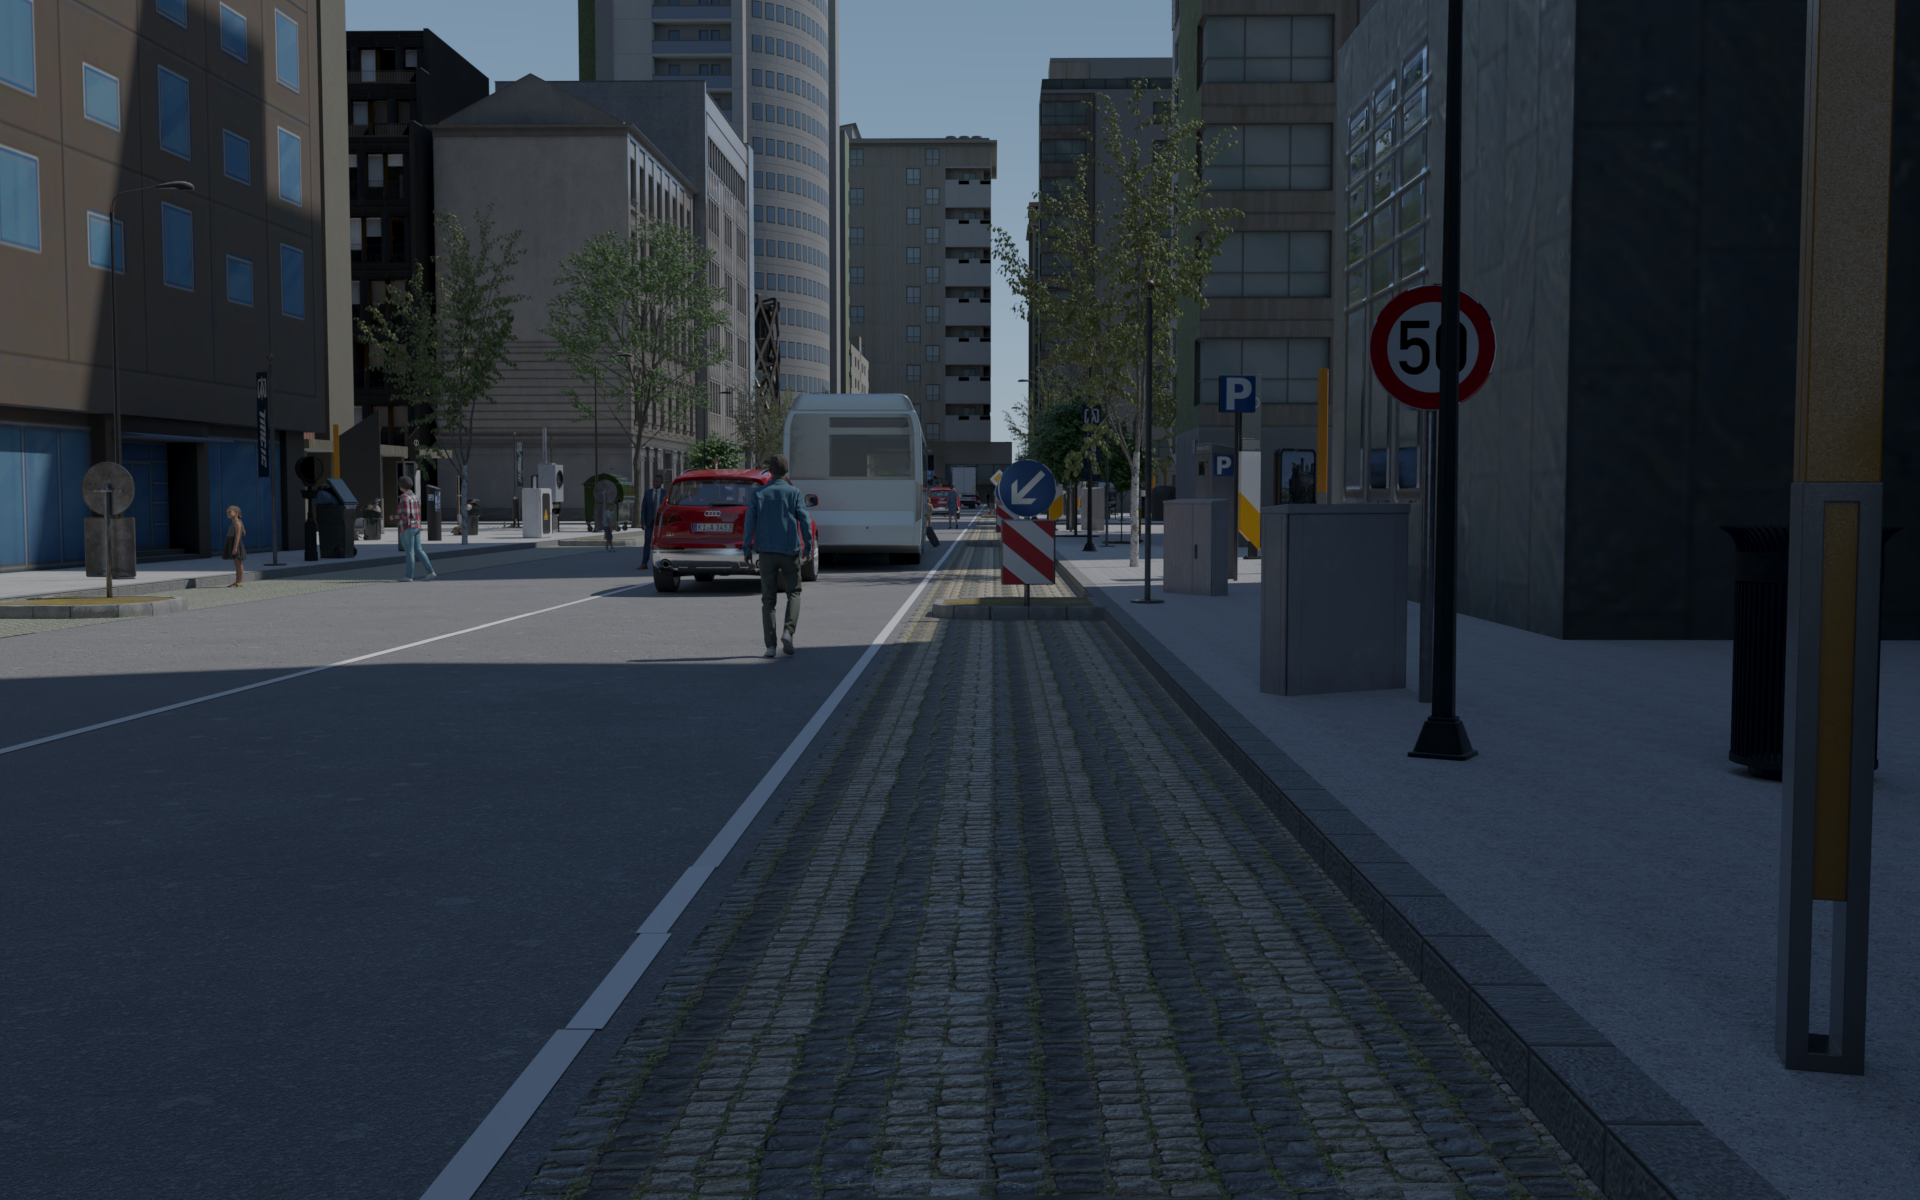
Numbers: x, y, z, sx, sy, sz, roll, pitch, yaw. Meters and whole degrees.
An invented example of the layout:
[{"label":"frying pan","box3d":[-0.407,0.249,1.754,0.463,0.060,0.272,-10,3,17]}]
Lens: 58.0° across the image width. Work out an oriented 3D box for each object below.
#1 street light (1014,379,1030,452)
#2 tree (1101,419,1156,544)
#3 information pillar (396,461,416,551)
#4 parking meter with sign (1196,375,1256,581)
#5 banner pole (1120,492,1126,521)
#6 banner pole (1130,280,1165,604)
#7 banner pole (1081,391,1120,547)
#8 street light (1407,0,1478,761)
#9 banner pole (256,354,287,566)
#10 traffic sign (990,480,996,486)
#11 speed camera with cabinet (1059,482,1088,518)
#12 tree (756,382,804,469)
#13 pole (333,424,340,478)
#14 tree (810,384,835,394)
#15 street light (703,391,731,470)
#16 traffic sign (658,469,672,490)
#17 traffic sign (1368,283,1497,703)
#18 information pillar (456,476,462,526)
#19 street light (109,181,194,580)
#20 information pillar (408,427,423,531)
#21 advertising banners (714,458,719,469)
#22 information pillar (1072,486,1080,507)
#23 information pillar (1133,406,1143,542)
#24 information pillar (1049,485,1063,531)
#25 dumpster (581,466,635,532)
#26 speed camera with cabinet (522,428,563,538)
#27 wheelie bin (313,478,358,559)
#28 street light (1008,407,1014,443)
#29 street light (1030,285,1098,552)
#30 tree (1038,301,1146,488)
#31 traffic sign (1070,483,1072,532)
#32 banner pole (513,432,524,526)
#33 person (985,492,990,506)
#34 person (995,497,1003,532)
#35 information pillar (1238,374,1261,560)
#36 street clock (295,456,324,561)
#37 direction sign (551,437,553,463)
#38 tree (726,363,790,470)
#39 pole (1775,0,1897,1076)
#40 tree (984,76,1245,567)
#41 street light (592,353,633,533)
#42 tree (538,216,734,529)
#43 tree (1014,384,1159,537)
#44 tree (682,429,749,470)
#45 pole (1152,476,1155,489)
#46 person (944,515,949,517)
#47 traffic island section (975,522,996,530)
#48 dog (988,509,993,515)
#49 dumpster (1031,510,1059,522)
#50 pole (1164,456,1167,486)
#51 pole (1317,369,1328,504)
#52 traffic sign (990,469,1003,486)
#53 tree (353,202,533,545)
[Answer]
[{"label":"street light","box3d":[3.030,-5.968,70.124,1.470,5.913,1.316,0,4,1]},{"label":"tree","box3d":[4.316,-3.077,44.903,1.663,3.219,1.824,0,3,0]},{"label":"information pillar","box3d":[-12.415,-2.102,38.859,0.304,2.012,0.304,3,5,40]},{"label":"parking meter with sign","box3d":[3.908,-1.838,26.307,0.543,3.016,1.738,-1,4,-11]},{"label":"banner pole","box3d":[7.706,-5.699,83.194,0.401,3.779,0.863,-1,4,-20]},{"label":"banner pole","box3d":[2.230,-1.869,20.581,0.401,3.779,0.863,0,4,4]},{"label":"banner pole","box3d":[3.360,-3.190,42.180,0.863,3.779,0.401,1,4,20]},{"label":"street light","box3d":[1.828,-2.189,8.334,1.470,5.913,1.316,0,4,1]},{"label":"banner pole","box3d":[-12.458,-2.516,31.154,0.401,3.779,0.863,-3,5,-44]},{"label":"traffic sign","box3d":[1.757,-4.568,78.322,0.795,2.450,0.064,0,4,1]},{"label":"speed camera with cabinet","box3d":[6.130,-6.123,94.442,2.038,3.252,0.660,-3,4,-37]},{"label":"tree","box3d":[-11.703,-10.000,113.855,4.737,8.622,4.395,0,3,0]},{"label":"pole","box3d":[-18.249,-3.479,50.731,0.158,3.312,0.155,0,3,0]},{"label":"tree","box3d":[-10.738,-13.021,147.301,7.601,10.594,8.767,2,4,34]},{"label":"street light","box3d":[-11.031,-6.475,78.406,1.470,5.913,1.316,0,4,1]},{"label":"traffic sign","box3d":[-12.004,-4.182,70.499,0.606,2.300,0.079,0,4,2]},{"label":"traffic sign","box3d":[2.868,-0.642,10.595,0.768,2.556,0.104,0,4,4]},{"label":"information pillar","box3d":[-20.301,-4.039,70.530,0.304,2.012,0.304,-2,4,-30]},{"label":"street light","box3d":[-12.086,-3.264,25.906,1.470,5.913,1.316,0,4,1]},{"label":"information pillar","box3d":[-19.014,-4.221,60.374,0.183,3.616,0.504,2,4,28]},{"label":"advertising banners","box3d":[-12.110,-5.380,84.156,0.090,3.025,2.074,1,4,15]},{"label":"information pillar","box3d":[7.062,-6.977,105.430,0.504,3.616,0.183,1,4,21]},{"label":"information pillar","box3d":[4.767,-3.376,46.545,0.183,3.616,0.504,-1,4,-14]},{"label":"information pillar","box3d":[3.333,-4.217,60.297,0.504,3.616,0.183,0,4,-6]},{"label":"dumpster","box3d":[-12.066,-3.476,59.334,1.502,2.255,1.985,0,4,1]},{"label":"speed camera with cabinet","box3d":[-12.257,-3.461,50.919,0.660,3.252,2.038,0,4,6]},{"label":"wheelie bin","box3d":[-12.522,-1.638,34.690,0.693,1.594,0.980,0,4,6]},{"label":"street light","box3d":[3.428,-7.314,92.131,1.470,5.913,1.316,0,4,1]},{"label":"street light","box3d":[2.360,-4.041,38.611,1.470,5.913,1.316,0,4,1]},{"label":"tree","box3d":[4.919,-7.046,65.566,4.360,8.622,3.978,0,3,0]},{"label":"traffic sign","box3d":[3.777,-3.598,58.927,0.768,2.556,0.104,1,4,10]},{"label":"banner pole","box3d":[-17.941,-4.910,70.288,0.401,3.779,0.863,-3,5,-45]},{"label":"person","box3d":[3.169,-11.704,200.683,0.721,1.723,1.217,2,4,24]},{"label":"person","box3d":[1.570,-3.429,65.565,0.512,1.701,0.522,0,4,1]},{"label":"information pillar","box3d":[5.676,-2.600,33.865,0.504,3.616,0.183,-2,4,-29]},{"label":"street clock","box3d":[-12.416,-1.744,33.085,0.358,2.002,0.471,3,5,44]},{"label":"direction sign","box3d":[-16.143,-4.681,68.531,0.379,3.537,0.876,-1,4,-11]},{"label":"tree","box3d":[-11.367,-9.018,97.800,4.360,8.622,3.978,0,3,0]},{"label":"pole","box3d":[1.938,-0.610,3.811,0.158,3.312,0.155,0,3,0]},{"label":"tree","box3d":[2.876,-4.897,30.423,4.737,8.622,4.395,0,3,0]},{"label":"street light","box3d":[-11.497,-5.184,57.294,1.470,5.913,1.316,0,4,1]},{"label":"tree","box3d":[-11.978,-8.485,64.491,9.928,11.665,9.643,0,3,0]},{"label":"tree","box3d":[3.405,-4.181,52.080,4.285,4.588,4.351,0,3,0]},{"label":"tree","box3d":[-12.446,-6.379,88.010,4.285,4.588,4.351,0,3,0]},{"label":"pole","box3d":[12.757,-7.369,114.325,0.158,3.312,0.155,0,3,0]},{"label":"person","box3d":[-0.776,-6.022,107.162,0.606,1.804,0.583,-2,4,-28]},{"label":"traffic island section","box3d":[1.627,-2.944,70.415,2.009,0.180,2.903,0,4,1]},{"label":"dog","box3d":[1.881,-5.404,107.648,0.540,0.507,0.406,2,4,27]},{"label":"dumpster","box3d":[3.905,-4.741,80.003,1.502,2.255,1.985,0,4,1]},{"label":"pole","box3d":[11.011,-6.063,92.965,0.158,3.312,0.155,0,3,0]},{"label":"pole","box3d":[5.919,-2.107,28.300,0.158,3.312,0.155,0,3,0]},{"label":"traffic sign","box3d":[1.603,-4.079,70.338,0.795,2.450,0.064,0,4,1]},{"label":"tree","box3d":[-12.700,-5.705,43.642,4.737,8.622,4.395,0,3,0]}]
